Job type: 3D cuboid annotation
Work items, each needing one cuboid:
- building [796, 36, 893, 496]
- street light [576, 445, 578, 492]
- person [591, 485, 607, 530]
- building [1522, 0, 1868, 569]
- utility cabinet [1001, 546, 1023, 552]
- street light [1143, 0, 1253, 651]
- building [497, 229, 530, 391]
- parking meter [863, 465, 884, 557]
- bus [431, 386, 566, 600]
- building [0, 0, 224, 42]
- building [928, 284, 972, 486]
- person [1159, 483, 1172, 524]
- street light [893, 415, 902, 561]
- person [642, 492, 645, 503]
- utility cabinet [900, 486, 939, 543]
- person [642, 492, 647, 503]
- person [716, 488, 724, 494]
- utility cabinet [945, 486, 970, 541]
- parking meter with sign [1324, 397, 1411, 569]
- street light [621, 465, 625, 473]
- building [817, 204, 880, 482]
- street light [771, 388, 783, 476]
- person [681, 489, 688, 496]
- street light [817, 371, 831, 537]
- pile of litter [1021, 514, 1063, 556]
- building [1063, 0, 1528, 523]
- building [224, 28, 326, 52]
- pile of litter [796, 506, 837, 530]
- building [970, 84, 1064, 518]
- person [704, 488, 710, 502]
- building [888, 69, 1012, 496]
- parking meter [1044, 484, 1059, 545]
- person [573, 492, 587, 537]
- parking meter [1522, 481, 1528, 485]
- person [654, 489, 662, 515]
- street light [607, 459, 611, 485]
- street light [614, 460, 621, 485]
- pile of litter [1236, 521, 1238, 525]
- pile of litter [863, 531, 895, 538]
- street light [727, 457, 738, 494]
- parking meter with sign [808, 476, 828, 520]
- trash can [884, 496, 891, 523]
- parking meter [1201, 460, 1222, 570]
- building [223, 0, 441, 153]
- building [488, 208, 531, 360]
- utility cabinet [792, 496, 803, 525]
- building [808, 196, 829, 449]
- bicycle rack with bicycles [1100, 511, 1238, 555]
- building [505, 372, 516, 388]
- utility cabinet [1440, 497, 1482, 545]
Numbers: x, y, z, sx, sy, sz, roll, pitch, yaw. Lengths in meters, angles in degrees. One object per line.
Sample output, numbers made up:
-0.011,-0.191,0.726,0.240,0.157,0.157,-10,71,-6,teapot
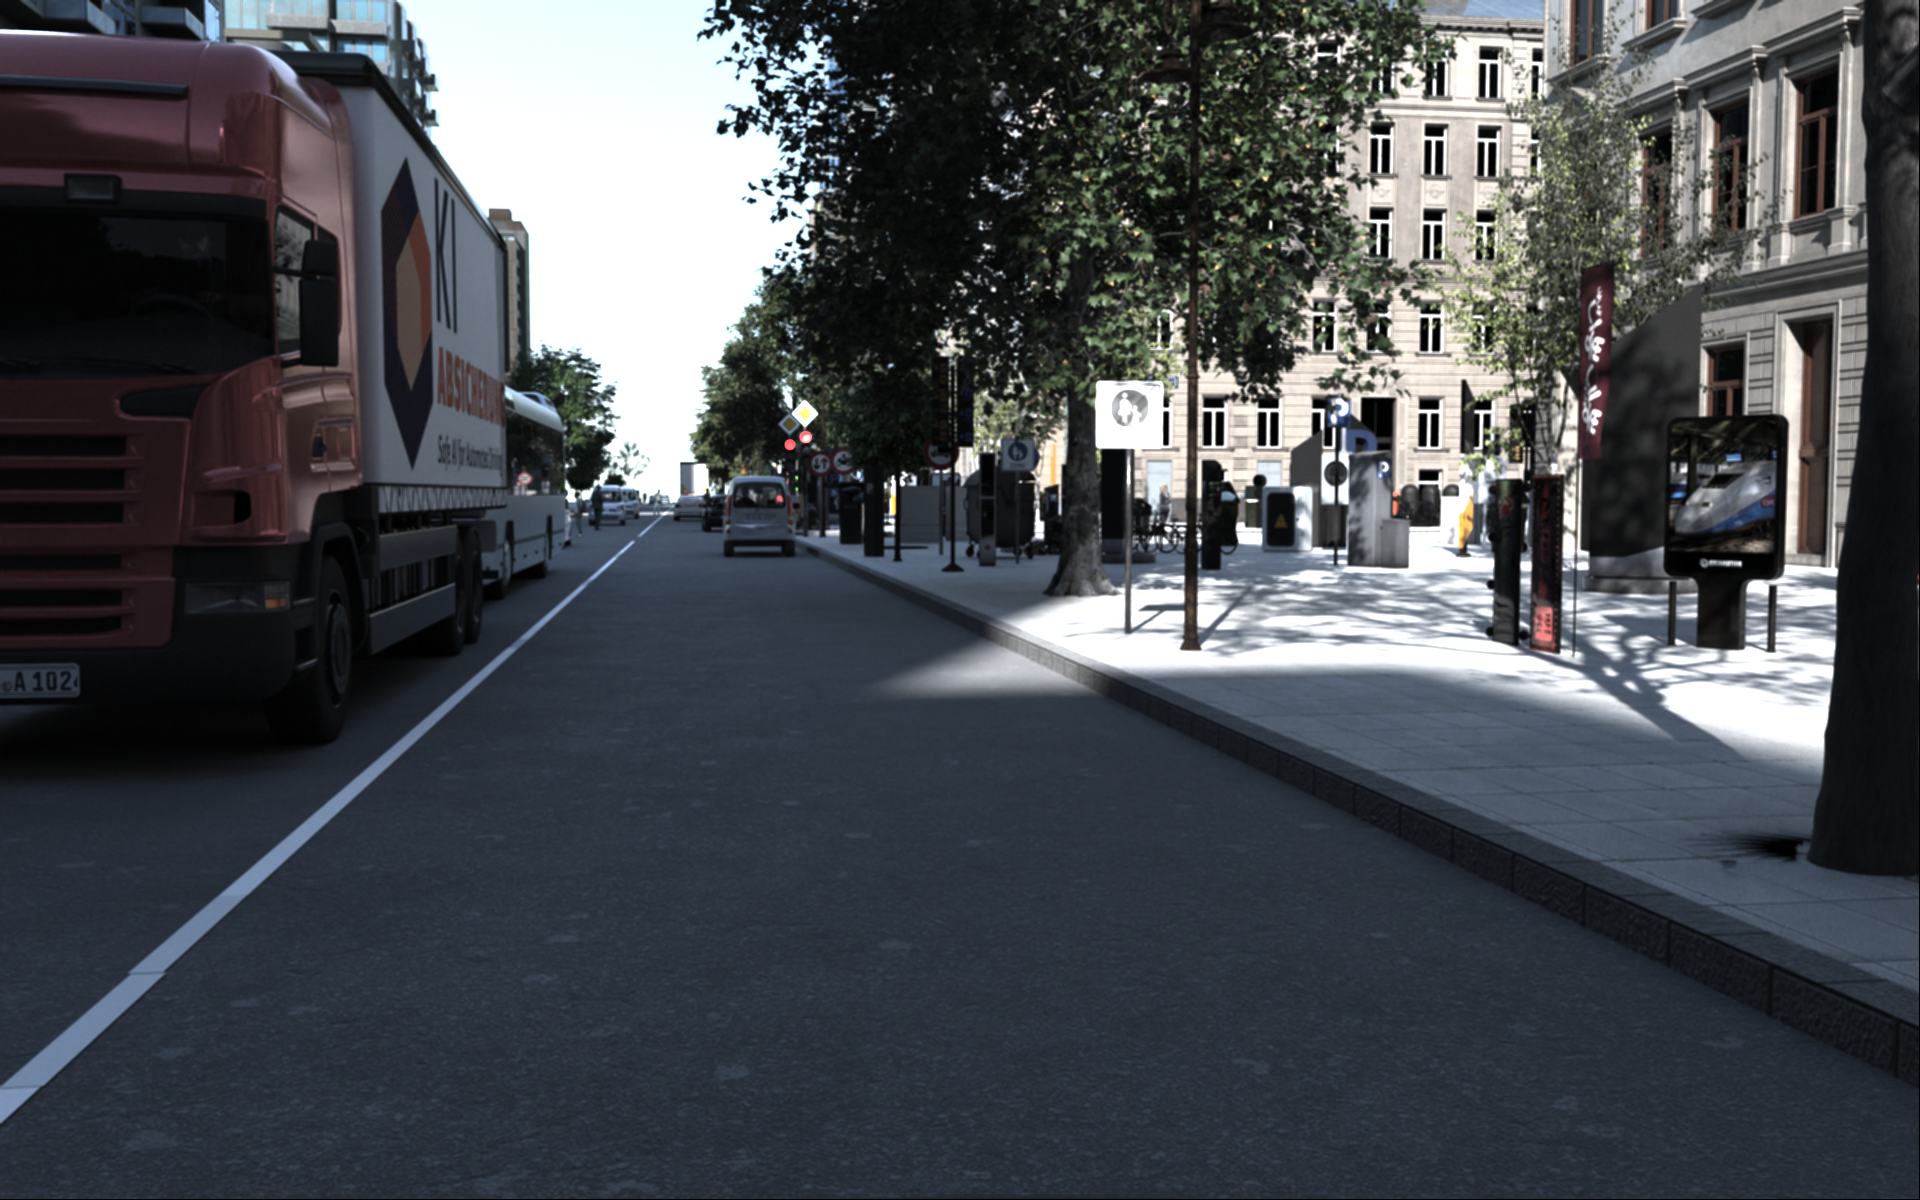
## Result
-14.923,-59.087,278.735,22.319,86.520,31.000,-1,4,-9,building
-33.739,-10.997,152.595,0.468,5.910,1.993,-1,4,-9,street light
-14.335,-3.683,68.895,0.661,1.801,0.590,2,4,35,person
19.853,-11.904,30.781,11.583,22.565,21.152,-1,4,-9,building
1.146,-1.822,38.463,0.318,1.500,1.173,1,4,12,utility cabinet
1.897,-2.525,14.072,0.468,5.910,1.993,-1,4,-9,street light
-72.435,-35.264,260.152,14.154,41.232,14.086,-1,4,-9,building
-1.771,-1.822,35.504,0.399,1.863,0.255,3,5,41,parking meter
-7.797,-1.912,26.115,2.948,3.499,13.247,-1,4,-8,bus
-47.525,-46.953,80.361,22.319,86.520,31.000,-1,4,-9,building
5.823,-20.704,125.900,14.401,28.519,23.554,-1,4,-9,building
6.767,-2.941,56.774,0.537,1.800,0.526,-3,5,-44,person
-1.193,-3.677,32.900,0.468,5.910,1.993,-1,4,-9,street light
-52.612,-17.115,288.321,1.348,1.826,0.705,3,5,43,person
-1.056,-2.227,45.092,1.173,1.500,0.318,-1,4,-13,utility cabinet
-51.148,-16.718,281.857,1.348,1.822,0.705,-3,4,-38,person
-14.862,-6.002,106.890,0.793,1.790,0.793,3,4,36,person
0.147,-2.360,47.263,1.173,1.500,0.318,-3,4,-37,utility cabinet
7.193,-2.091,30.443,0.543,3.016,1.738,-2,4,-30,parking meter with sign
-49.762,-17.207,254.121,0.468,5.910,1.993,-1,4,-9,street light
-13.002,-34.177,242.395,14.154,41.232,14.086,-1,4,-9,building
-8.008,-6.298,75.754,0.468,5.910,1.993,-1,4,-9,street light
-22.447,-8.151,141.733,1.348,1.831,0.705,-3,5,-41,person
-4.093,-4.830,51.757,0.468,5.910,1.993,-1,4,-9,street light
1.794,-1.404,36.913,1.176,0.858,1.719,2,4,31,pile of litter
18.036,-17.490,83.229,25.104,27.353,12.463,-1,4,-9,building
-62.350,-27.356,139.151,32.217,40.220,23.993,-1,4,-9,building
-5.148,-2.920,61.701,1.719,0.858,1.176,-1,4,-17,pile of litter
8.355,-19.469,104.229,13.634,28.700,20.117,-1,4,-9,building
-15.256,-5.800,103.611,0.573,1.790,0.520,1,4,22,person
3.085,-43.977,157.282,20.563,71.187,20.611,-1,4,-9,building
2.286,-2.136,43.340,0.372,1.533,0.369,0,3,0,parking meter
-12.837,-2.888,58.321,0.503,1.515,0.523,2,4,26,person
24.771,-4.306,76.118,0.255,1.863,0.399,0,4,0,parking meter
-20.730,-6.726,118.812,0.623,1.781,0.721,0,4,4,person
-43.733,-14.877,216.024,0.468,5.910,1.993,-1,4,-9,street light
-46.690,-16.030,234.879,0.468,5.910,1.993,-1,4,-9,street light
10.936,-3.527,71.625,1.176,0.858,1.719,1,4,10,pile of litter
-2.560,-2.316,51.832,1.176,0.858,1.719,-1,4,-15,pile of litter
-19.880,-10.919,151.312,0.468,5.910,1.993,-1,4,-9,street light
-5.806,-4.798,74.715,1.738,3.016,0.543,-2,4,-27,parking meter with sign
-3.513,-3.794,73.679,0.748,1.137,0.748,0,3,0,trash can
4.279,-1.454,29.484,0.255,1.863,0.399,-1,4,-9,parking meter
-62.290,-33.443,166.399,23.786,49.044,30.456,-1,4,-9,building
-75.495,-38.148,273.837,14.600,45.320,14.200,-1,4,-9,building
-7.012,-3.724,72.056,1.020,1.237,0.306,-2,4,-35,utility cabinet
-14.933,-37.073,256.257,14.600,45.320,14.200,-1,4,-9,building
4.172,-1.456,37.188,2.852,0.926,2.925,-2,4,-30,bicycle rack with bicycles
-76.400,-24.060,238.415,27.650,21.520,28.899,-1,4,-9,building
12.860,-2.037,44.460,0.306,1.237,1.020,-3,5,-44,utility cabinet
